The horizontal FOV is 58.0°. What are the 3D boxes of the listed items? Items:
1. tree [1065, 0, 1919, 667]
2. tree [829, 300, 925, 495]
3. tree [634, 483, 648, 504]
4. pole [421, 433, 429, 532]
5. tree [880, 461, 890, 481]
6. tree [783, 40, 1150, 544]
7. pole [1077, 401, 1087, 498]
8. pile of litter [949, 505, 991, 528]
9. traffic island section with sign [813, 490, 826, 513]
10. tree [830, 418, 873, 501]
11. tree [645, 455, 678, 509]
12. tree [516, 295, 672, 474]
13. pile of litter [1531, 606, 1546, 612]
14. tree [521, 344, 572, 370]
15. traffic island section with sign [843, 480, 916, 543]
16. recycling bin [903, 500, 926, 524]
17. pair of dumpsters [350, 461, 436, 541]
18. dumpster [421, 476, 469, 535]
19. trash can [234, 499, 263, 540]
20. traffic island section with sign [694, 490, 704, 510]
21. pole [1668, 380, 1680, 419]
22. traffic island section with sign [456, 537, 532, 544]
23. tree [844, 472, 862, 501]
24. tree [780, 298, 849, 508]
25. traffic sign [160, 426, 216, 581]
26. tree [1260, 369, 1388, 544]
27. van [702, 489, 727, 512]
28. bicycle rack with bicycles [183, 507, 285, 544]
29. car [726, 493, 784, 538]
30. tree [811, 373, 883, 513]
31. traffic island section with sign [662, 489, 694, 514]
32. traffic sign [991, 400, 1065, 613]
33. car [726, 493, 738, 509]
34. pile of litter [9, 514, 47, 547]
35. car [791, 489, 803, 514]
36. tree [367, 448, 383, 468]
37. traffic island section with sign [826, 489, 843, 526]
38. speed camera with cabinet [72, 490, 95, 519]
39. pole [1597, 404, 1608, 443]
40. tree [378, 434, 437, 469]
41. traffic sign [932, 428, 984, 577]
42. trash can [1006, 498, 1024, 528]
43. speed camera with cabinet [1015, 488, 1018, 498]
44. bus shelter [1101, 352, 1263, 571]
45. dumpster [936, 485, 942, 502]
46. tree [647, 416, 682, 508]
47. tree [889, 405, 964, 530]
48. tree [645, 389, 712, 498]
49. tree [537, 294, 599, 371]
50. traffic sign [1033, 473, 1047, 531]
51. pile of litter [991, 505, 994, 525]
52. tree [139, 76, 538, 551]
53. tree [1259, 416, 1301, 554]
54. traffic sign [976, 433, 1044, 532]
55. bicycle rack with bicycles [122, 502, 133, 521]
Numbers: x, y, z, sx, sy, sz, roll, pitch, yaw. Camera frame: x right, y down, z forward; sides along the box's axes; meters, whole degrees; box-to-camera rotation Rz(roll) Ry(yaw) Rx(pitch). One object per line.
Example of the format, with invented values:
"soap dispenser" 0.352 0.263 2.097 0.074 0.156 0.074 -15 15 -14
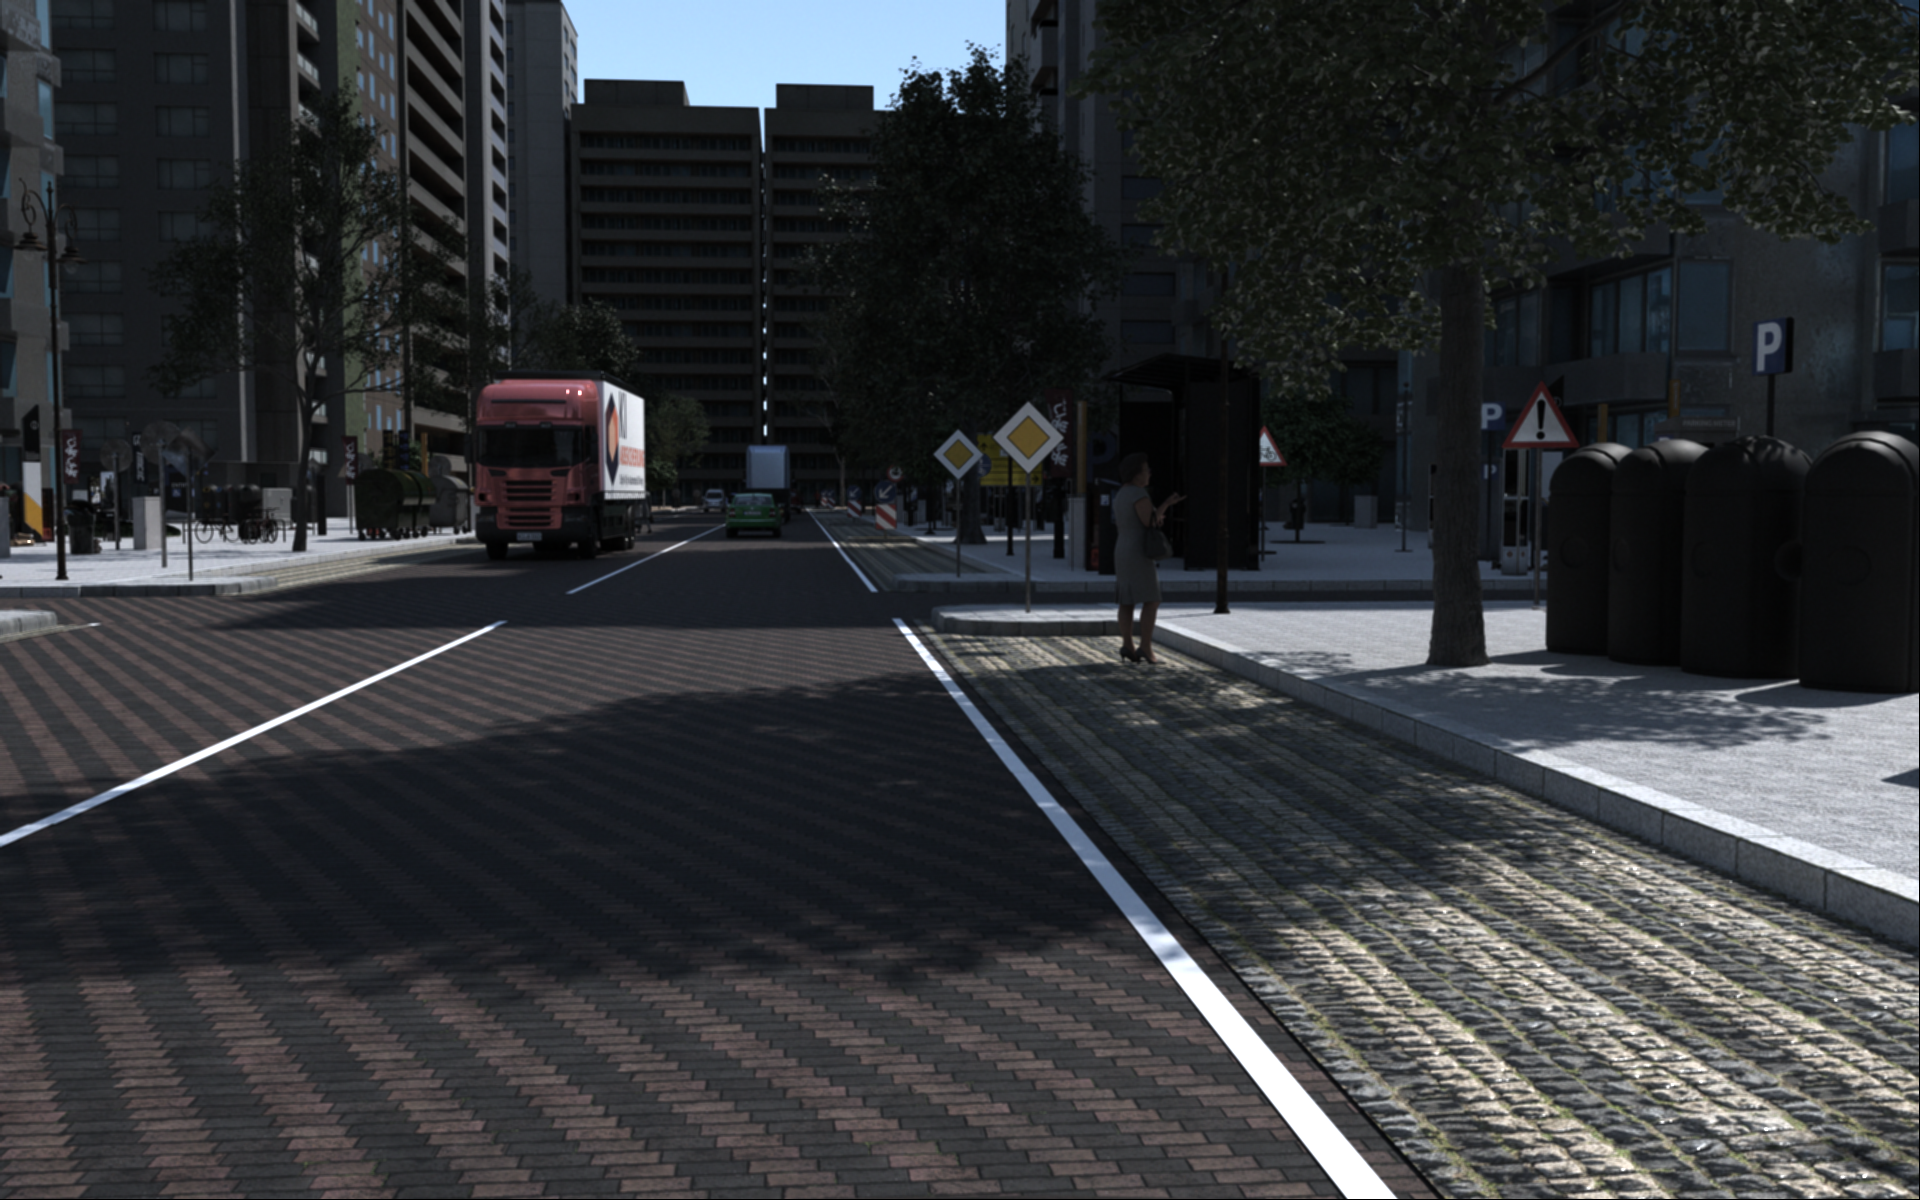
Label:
"tree" 3.867 -5.758 12.267 7.486 12.596 7.792 0 3 0
"tree" -2.837 -10.346 87.284 7.486 12.596 7.792 0 3 0
"tree" -23.269 -7.949 124.575 1.663 3.219 1.824 0 3 0
"pole" -17.892 -3.919 57.911 0.158 3.312 0.155 0 3 0
"tree" -3.939 -8.858 95.182 4.360 8.622 3.978 0 3 0
"tree" 0.267 -7.789 44.350 9.611 12.733 9.660 0 3 0
"pole" 2.669 -2.700 37.983 0.158 3.312 0.155 0 3 0
"pile of litter" 0.109 -3.166 65.731 1.176 0.858 1.719 3 4 37
"traffic island section with sign" -9.673 -7.301 127.992 1.989 1.847 2.006 0 4 -5
"tree" -8.891 -11.818 143.593 4.737 8.622 4.395 0 3 0
"tree" -25.205 -9.860 144.930 4.285 4.588 4.351 0 3 0
"tree" -21.375 -11.203 100.177 9.611 12.733 9.660 0 3 0
"pile of litter" 7.142 -0.324 19.260 1.719 0.858 1.176 0 4 -6
"tree" -19.341 -8.171 83.962 4.360 8.622 3.978 0 3 0
"traffic island section with sign" -2.341 -2.603 51.184 1.989 1.847 2.006 0 4 -5
"recycling bin" -1.960 -3.811 74.868 0.722 1.027 0.722 -3 5 -44
"pair of dumpsters" -16.179 -2.873 49.459 1.574 2.255 4.437 0 4 -5
"dumpster" -16.443 -3.023 55.178 1.264 1.857 1.865 0 4 -5
"trash can" -20.054 -2.276 48.864 0.748 1.137 0.748 0 3 0
"traffic island section with sign" -23.310 -8.878 153.782 1.989 1.847 2.006 0 4 -5
"pole" 12.730 -2.270 30.954 0.158 3.312 0.155 0 3 0
"traffic island section with sign" -13.415 -2.539 50.140 1.989 1.847 2.006 0 4 -5
"tree" -9.177 -9.357 147.587 1.663 3.219 1.824 0 3 0
"tree" -10.786 -18.947 165.665 12.611 20.169 13.585 0 3 0
"traffic sign" -11.373 -1.340 25.558 0.795 2.450 0.064 0 4 -5
"tree" 8.813 -3.776 45.456 4.285 4.588 4.351 0 3 0
"van" -19.871 -8.159 140.409 2.013 2.044 4.112 0 4 -4
"bicycle rack with bicycles" -18.913 -1.975 45.670 2.852 0.926 2.925 1 4 12
"car" -6.916 -3.028 58.309 1.959 1.807 4.718 0 4 -5
"tree" -6.182 -11.038 114.881 8.767 10.594 7.601 3 5 39
"traffic island section with sign" -20.745 -7.237 126.948 1.989 1.847 2.006 0 4 -5
"traffic sign" 0.731 -0.919 18.667 0.795 2.450 0.064 0 4 -5
"car" -22.436 -9.966 172.538 1.945 1.707 3.694 0 4 -6
"pile of litter" -23.269 -1.742 42.449 1.719 0.858 1.176 -3 5 -43
"car" -12.563 -7.168 125.874 2.281 1.827 5.304 0 4 -5
"tree" -24.693 -4.790 72.910 1.663 3.219 1.824 0 3 0
"traffic island section with sign" -4.905 -4.244 78.017 1.989 1.847 2.006 0 4 -5
"speed camera with cabinet" -38.237 -4.903 74.507 2.038 3.252 0.660 -2 4 -28
"pole" 14.490 -2.770 39.141 0.158 3.312 0.155 0 3 0
"tree" -28.834 -6.505 90.073 4.285 4.588 4.351 0 3 0
"traffic sign" -0.028 -1.405 26.616 0.795 2.450 0.064 0 4 -5
"trash can" 2.089 -3.310 65.775 0.748 1.137 0.748 0 3 0
"speed camera with cabinet" 3.860 -6.087 93.864 2.038 3.252 0.660 3 5 43
"bus shelter" 3.977 -2.487 31.953 1.731 3.624 6.357 0 4 -5
"dumpster" -0.860 -5.707 99.072 1.264 1.857 1.865 0 4 -6
"tree" -27.752 -12.874 160.856 4.737 8.622 4.395 0 3 0
"tree" -0.863 -4.792 62.058 4.285 4.588 4.351 0 3 0
"tree" -28.103 -15.007 171.116 9.928 11.665 9.643 0 3 0
"tree" -17.625 -8.143 67.558 8.767 10.594 7.601 2 4 25
"traffic sign" 2.570 -3.657 59.790 0.884 2.594 0.081 0 4 2
"pile of litter" 1.308 -3.500 71.182 1.719 0.858 1.176 1 4 22
"tree" -14.439 -6.360 38.398 7.601 10.594 8.767 0 4 2
"tree" 6.202 -2.600 37.108 1.663 3.219 1.824 0 3 0
"traffic sign" 1.656 -3.912 57.826 2.265 3.308 0.079 0 3 0
"bicycle rack with bicycles" -38.873 -4.174 81.632 2.925 0.926 2.852 0 4 1
